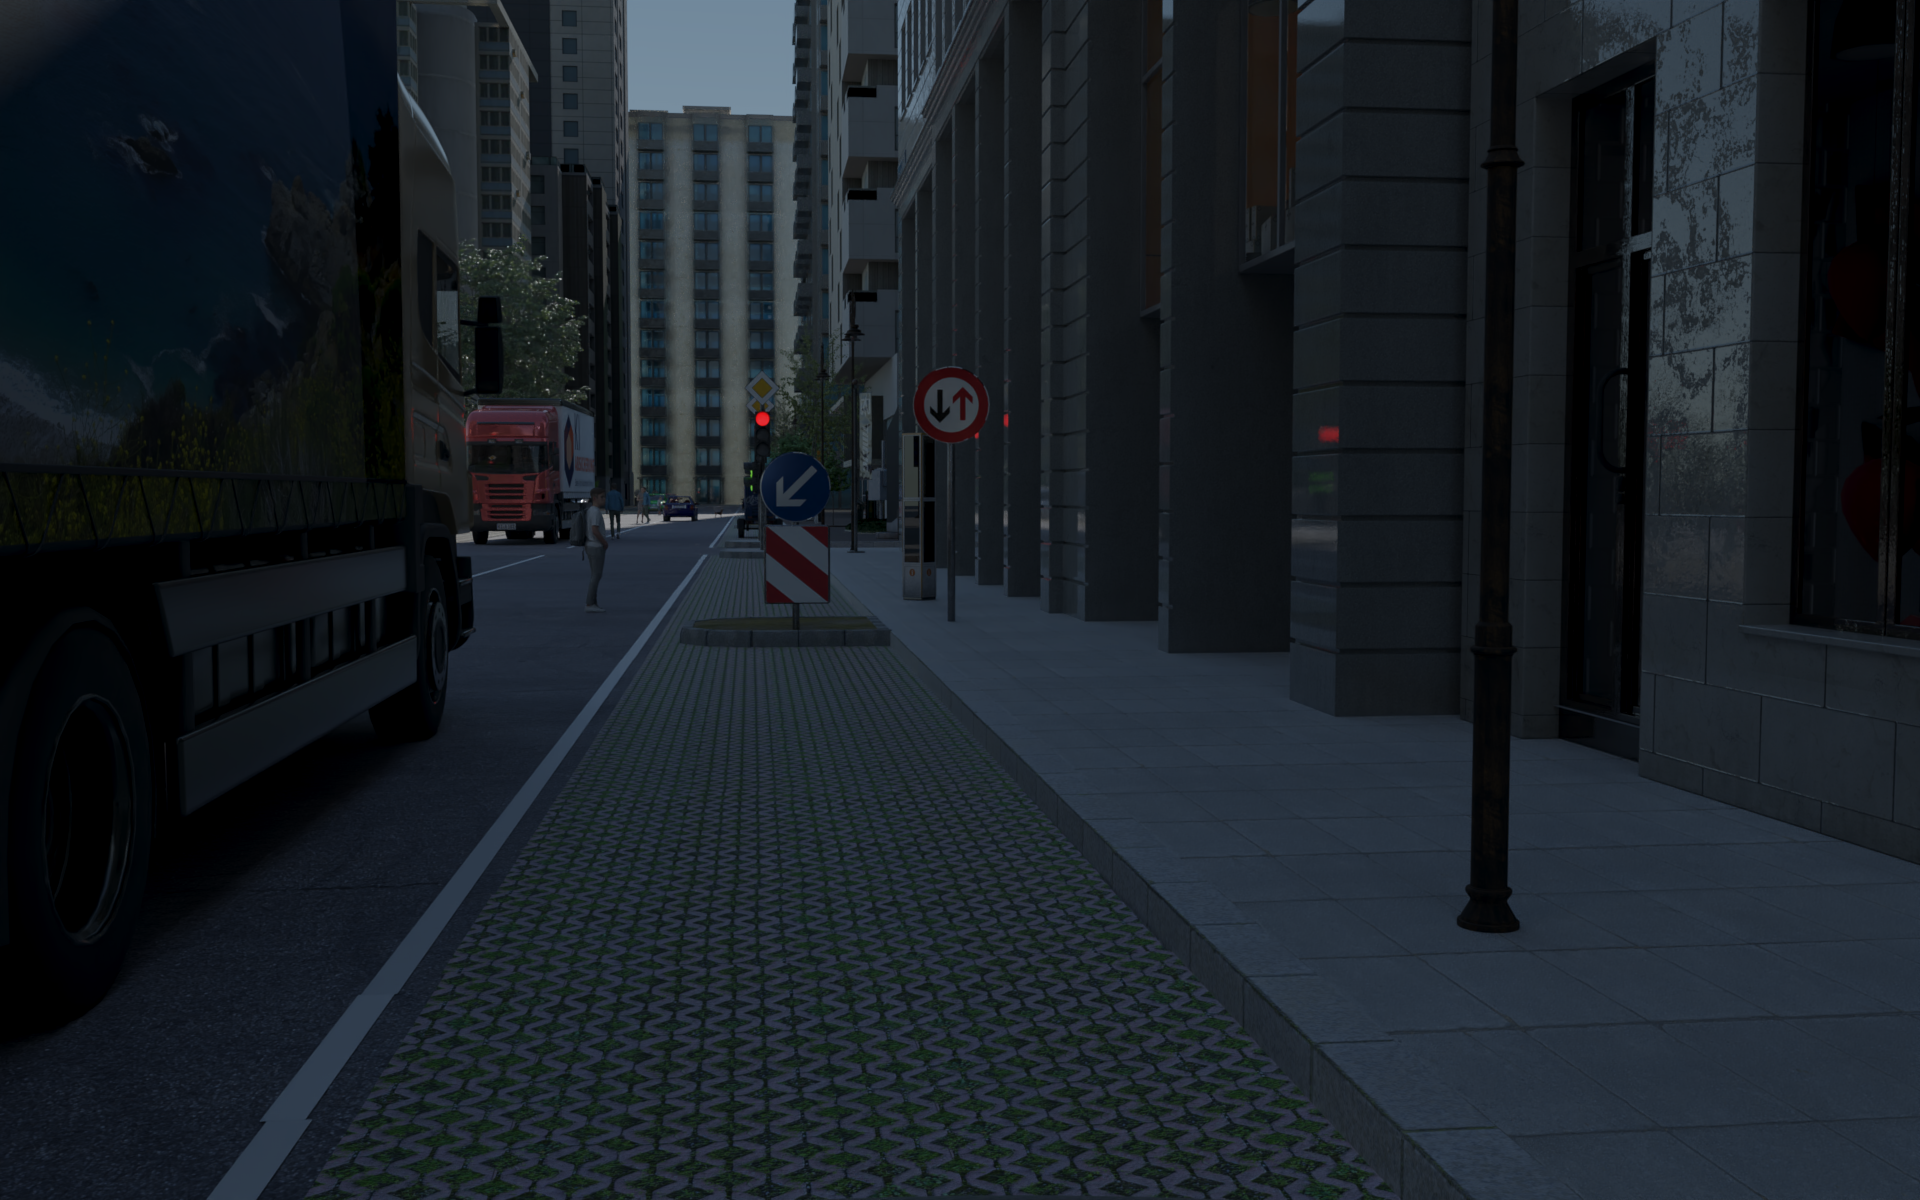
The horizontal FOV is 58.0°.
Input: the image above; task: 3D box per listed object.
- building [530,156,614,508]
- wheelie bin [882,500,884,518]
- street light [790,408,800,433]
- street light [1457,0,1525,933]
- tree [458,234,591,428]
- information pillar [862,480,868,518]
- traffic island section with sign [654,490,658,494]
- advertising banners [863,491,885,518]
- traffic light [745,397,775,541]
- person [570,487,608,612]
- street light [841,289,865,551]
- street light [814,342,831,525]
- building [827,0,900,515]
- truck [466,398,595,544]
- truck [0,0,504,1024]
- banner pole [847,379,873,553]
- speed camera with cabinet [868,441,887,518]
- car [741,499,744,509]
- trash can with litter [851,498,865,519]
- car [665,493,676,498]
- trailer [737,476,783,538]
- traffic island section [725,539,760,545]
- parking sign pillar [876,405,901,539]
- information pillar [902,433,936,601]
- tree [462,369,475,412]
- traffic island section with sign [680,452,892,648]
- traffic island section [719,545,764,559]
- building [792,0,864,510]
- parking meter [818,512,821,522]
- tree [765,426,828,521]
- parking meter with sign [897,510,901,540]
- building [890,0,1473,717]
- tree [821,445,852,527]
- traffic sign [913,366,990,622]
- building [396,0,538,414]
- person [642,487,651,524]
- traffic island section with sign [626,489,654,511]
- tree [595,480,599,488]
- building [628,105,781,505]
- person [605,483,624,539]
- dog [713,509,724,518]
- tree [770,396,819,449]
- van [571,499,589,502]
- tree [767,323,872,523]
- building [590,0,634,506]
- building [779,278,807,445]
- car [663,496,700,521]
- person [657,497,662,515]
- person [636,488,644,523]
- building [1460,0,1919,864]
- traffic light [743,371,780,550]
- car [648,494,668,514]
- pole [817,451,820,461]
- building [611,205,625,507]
[{"bbox_3d":[-38.259,-23.168,150.495,14.160,30.474,14.107,0,4,-7],"label":"building"},{"bbox_3d":[-3.272,-4.394,79.754,0.980,1.594,0.693,1,4,19],"label":"wheelie bin"},{"bbox_3d":[-8.290,-7.003,87.285,0.468,5.910,1.993,0,4,-7],"label":"street light"},{"bbox_3d":[1.569,-1.968,4.965,0.468,5.910,1.993,0,4,-7],"label":"street light"},{"bbox_3d":[-22.865,-10.867,84.323,9.857,13.997,8.962,0,3,0],"label":"tree"},{"bbox_3d":[-4.380,-4.671,80.865,0.304,2.012,0.304,1,4,21],"label":"information pillar"},{"bbox_3d":[-30.689,-10.160,174.750,1.989,1.847,2.006,0,4,-7],"label":"traffic island section with sign"},{"bbox_3d":[-2.765,-4.374,67.708,2.074,3.025,0.090,-1,4,-13],"label":"advertising banners"},{"bbox_3d":[-5.481,-3.581,47.469,0.839,4.253,0.868,0,4,-7],"label":"traffic light"},{"bbox_3d":[-4.444,-0.609,21.048,0.503,1.515,0.523,2,4,34],"label":"person"},{"bbox_3d":[-2.419,-4.062,39.194,0.468,5.910,1.993,0,4,-7],"label":"street light"},{"bbox_3d":[-4.198,-4.901,52.924,0.468,5.910,1.993,0,4,-7],"label":"street light"},{"bbox_3d":[6.057,-31.493,104.153,28.713,52.752,27.495,0,4,-7],"label":"building"},{"bbox_3d":[-13.055,-3.917,52.949,2.839,4.237,11.283,0,4,-5],"label":"truck"},{"bbox_3d":[-3.802,-1.082,6.608,2.839,4.237,11.283,0,4,-7],"label":"truck"},{"bbox_3d":[-2.140,-2.912,37.631,0.401,3.779,0.863,-3,4,-37],"label":"banner pole"},{"bbox_3d":[-2.627,-4.305,64.724,0.660,3.252,2.038,2,4,32],"label":"speed camera with cabinet"},{"bbox_3d":[-20.249,-9.497,167.855,1.945,1.354,3.894,0,4,-7],"label":"car"},{"bbox_3d":[-4.121,-3.825,73.919,1.055,1.170,0.624,2,4,25],"label":"trash can with litter"},{"bbox_3d":[-24.698,-8.415,146.620,2.155,1.783,4.494,-1,4,-9],"label":"car"},{"bbox_3d":[-6.626,-3.065,57.160,1.471,1.999,3.904,0,4,-8],"label":"trailer"},{"bbox_3d":[-5.440,-1.548,47.588,2.009,0.180,2.903,0,4,-7],"label":"traffic island section"},{"bbox_3d":[-1.710,-3.751,49.794,1.447,3.967,1.447,-1,4,-21],"label":"parking sign pillar"},{"bbox_3d":[-0.490,-1.007,20.953,0.304,2.012,0.304,3,4,36],"label":"information pillar"},{"bbox_3d":[-29.088,-9.102,99.173,4.360,8.622,3.978,0,3,0],"label":"tree"},{"bbox_3d":[-1.738,-0.514,17.032,1.989,1.847,2.006,0,4,-7],"label":"traffic island section with sign"},{"bbox_3d":[-4.480,-1.063,39.661,2.009,0.180,2.903,0,4,-7],"label":"traffic island section"},{"bbox_3d":[-3.240,-32.515,151.228,23.786,49.044,30.456,0,4,-7],"label":"building"},{"bbox_3d":[-6.511,-4.361,79.714,0.372,1.533,0.369,0,3,0],"label":"parking meter"},{"bbox_3d":[-7.731,-6.102,83.482,4.285,4.588,4.351,0,3,0],"label":"tree"},{"bbox_3d":[-0.896,-3.175,48.175,1.738,3.016,0.543,1,4,21],"label":"parking meter with sign"},{"bbox_3d":[5.732,-15.095,24.297,11.434,29.767,29.804,0,4,-7],"label":"building"},{"bbox_3d":[-5.064,-4.475,67.765,1.663,3.219,1.824,0,3,0],"label":"tree"},{"bbox_3d":[-0.085,-1.056,17.373,0.768,2.556,0.104,0,4,2],"label":"traffic sign"},{"bbox_3d":[-45.511,-26.806,130.160,32.217,40.220,23.993,0,4,-7],"label":"building"},{"bbox_3d":[-15.067,-4.553,83.286,0.444,1.785,0.601,-2,4,-23],"label":"person"},{"bbox_3d":[-27.450,-8.524,147.989,1.989,1.847,2.006,0,4,-7],"label":"traffic island section with sign"},{"bbox_3d":[-27.541,-8.221,129.009,1.663,3.219,1.824,0,3,0],"label":"tree"},{"bbox_3d":[-31.485,-36.514,216.612,30.456,49.044,23.786,0,4,-7],"label":"building"},{"bbox_3d":[-10.904,-2.803,54.666,0.601,1.785,0.444,-1,4,-18],"label":"person"},{"bbox_3d":[-14.771,-5.298,105.903,0.406,0.507,0.540,2,4,35],"label":"dog"},{"bbox_3d":[-12.373,-10.783,126.668,4.360,8.622,3.978,0,3,0],"label":"tree"},{"bbox_3d":[-21.123,-5.317,93.946,2.013,2.044,4.112,0,4,-8],"label":"van"},{"bbox_3d":[-6.059,-7.662,75.636,4.737,8.622,4.395,0,3,0],"label":"tree"},{"bbox_3d":[-45.873,-45.514,182.401,20.611,71.187,20.563,0,4,-7],"label":"building"},{"bbox_3d":[-7.653,-53.122,181.213,22.319,86.520,31.000,0,4,-7],"label":"building"},{"bbox_3d":[-14.849,-4.863,92.091,1.945,1.354,3.894,0,4,-7],"label":"car"},{"bbox_3d":[-20.145,-6.294,116.088,0.352,1.250,0.332,0,4,6],"label":"person"},{"bbox_3d":[-15.550,-4.633,84.592,0.599,1.781,0.374,-2,4,-28],"label":"person"},{"bbox_3d":[9.005,-8.977,1.522,10.420,20.320,16.860,0,4,-7],"label":"building"},{"bbox_3d":[-4.521,-3.096,39.542,0.839,4.253,0.868,0,4,-7],"label":"traffic light"},{"bbox_3d":[-21.884,-7.097,124.825,1.959,1.807,4.718,0,4,-5],"label":"car"},{"bbox_3d":[-6.616,-5.342,81.185,0.158,3.312,0.155,0,3,0],"label":"pole"},{"bbox_3d":[-39.749,-24.061,165.097,14.160,30.474,14.107,0,4,-7],"label":"building"}]
